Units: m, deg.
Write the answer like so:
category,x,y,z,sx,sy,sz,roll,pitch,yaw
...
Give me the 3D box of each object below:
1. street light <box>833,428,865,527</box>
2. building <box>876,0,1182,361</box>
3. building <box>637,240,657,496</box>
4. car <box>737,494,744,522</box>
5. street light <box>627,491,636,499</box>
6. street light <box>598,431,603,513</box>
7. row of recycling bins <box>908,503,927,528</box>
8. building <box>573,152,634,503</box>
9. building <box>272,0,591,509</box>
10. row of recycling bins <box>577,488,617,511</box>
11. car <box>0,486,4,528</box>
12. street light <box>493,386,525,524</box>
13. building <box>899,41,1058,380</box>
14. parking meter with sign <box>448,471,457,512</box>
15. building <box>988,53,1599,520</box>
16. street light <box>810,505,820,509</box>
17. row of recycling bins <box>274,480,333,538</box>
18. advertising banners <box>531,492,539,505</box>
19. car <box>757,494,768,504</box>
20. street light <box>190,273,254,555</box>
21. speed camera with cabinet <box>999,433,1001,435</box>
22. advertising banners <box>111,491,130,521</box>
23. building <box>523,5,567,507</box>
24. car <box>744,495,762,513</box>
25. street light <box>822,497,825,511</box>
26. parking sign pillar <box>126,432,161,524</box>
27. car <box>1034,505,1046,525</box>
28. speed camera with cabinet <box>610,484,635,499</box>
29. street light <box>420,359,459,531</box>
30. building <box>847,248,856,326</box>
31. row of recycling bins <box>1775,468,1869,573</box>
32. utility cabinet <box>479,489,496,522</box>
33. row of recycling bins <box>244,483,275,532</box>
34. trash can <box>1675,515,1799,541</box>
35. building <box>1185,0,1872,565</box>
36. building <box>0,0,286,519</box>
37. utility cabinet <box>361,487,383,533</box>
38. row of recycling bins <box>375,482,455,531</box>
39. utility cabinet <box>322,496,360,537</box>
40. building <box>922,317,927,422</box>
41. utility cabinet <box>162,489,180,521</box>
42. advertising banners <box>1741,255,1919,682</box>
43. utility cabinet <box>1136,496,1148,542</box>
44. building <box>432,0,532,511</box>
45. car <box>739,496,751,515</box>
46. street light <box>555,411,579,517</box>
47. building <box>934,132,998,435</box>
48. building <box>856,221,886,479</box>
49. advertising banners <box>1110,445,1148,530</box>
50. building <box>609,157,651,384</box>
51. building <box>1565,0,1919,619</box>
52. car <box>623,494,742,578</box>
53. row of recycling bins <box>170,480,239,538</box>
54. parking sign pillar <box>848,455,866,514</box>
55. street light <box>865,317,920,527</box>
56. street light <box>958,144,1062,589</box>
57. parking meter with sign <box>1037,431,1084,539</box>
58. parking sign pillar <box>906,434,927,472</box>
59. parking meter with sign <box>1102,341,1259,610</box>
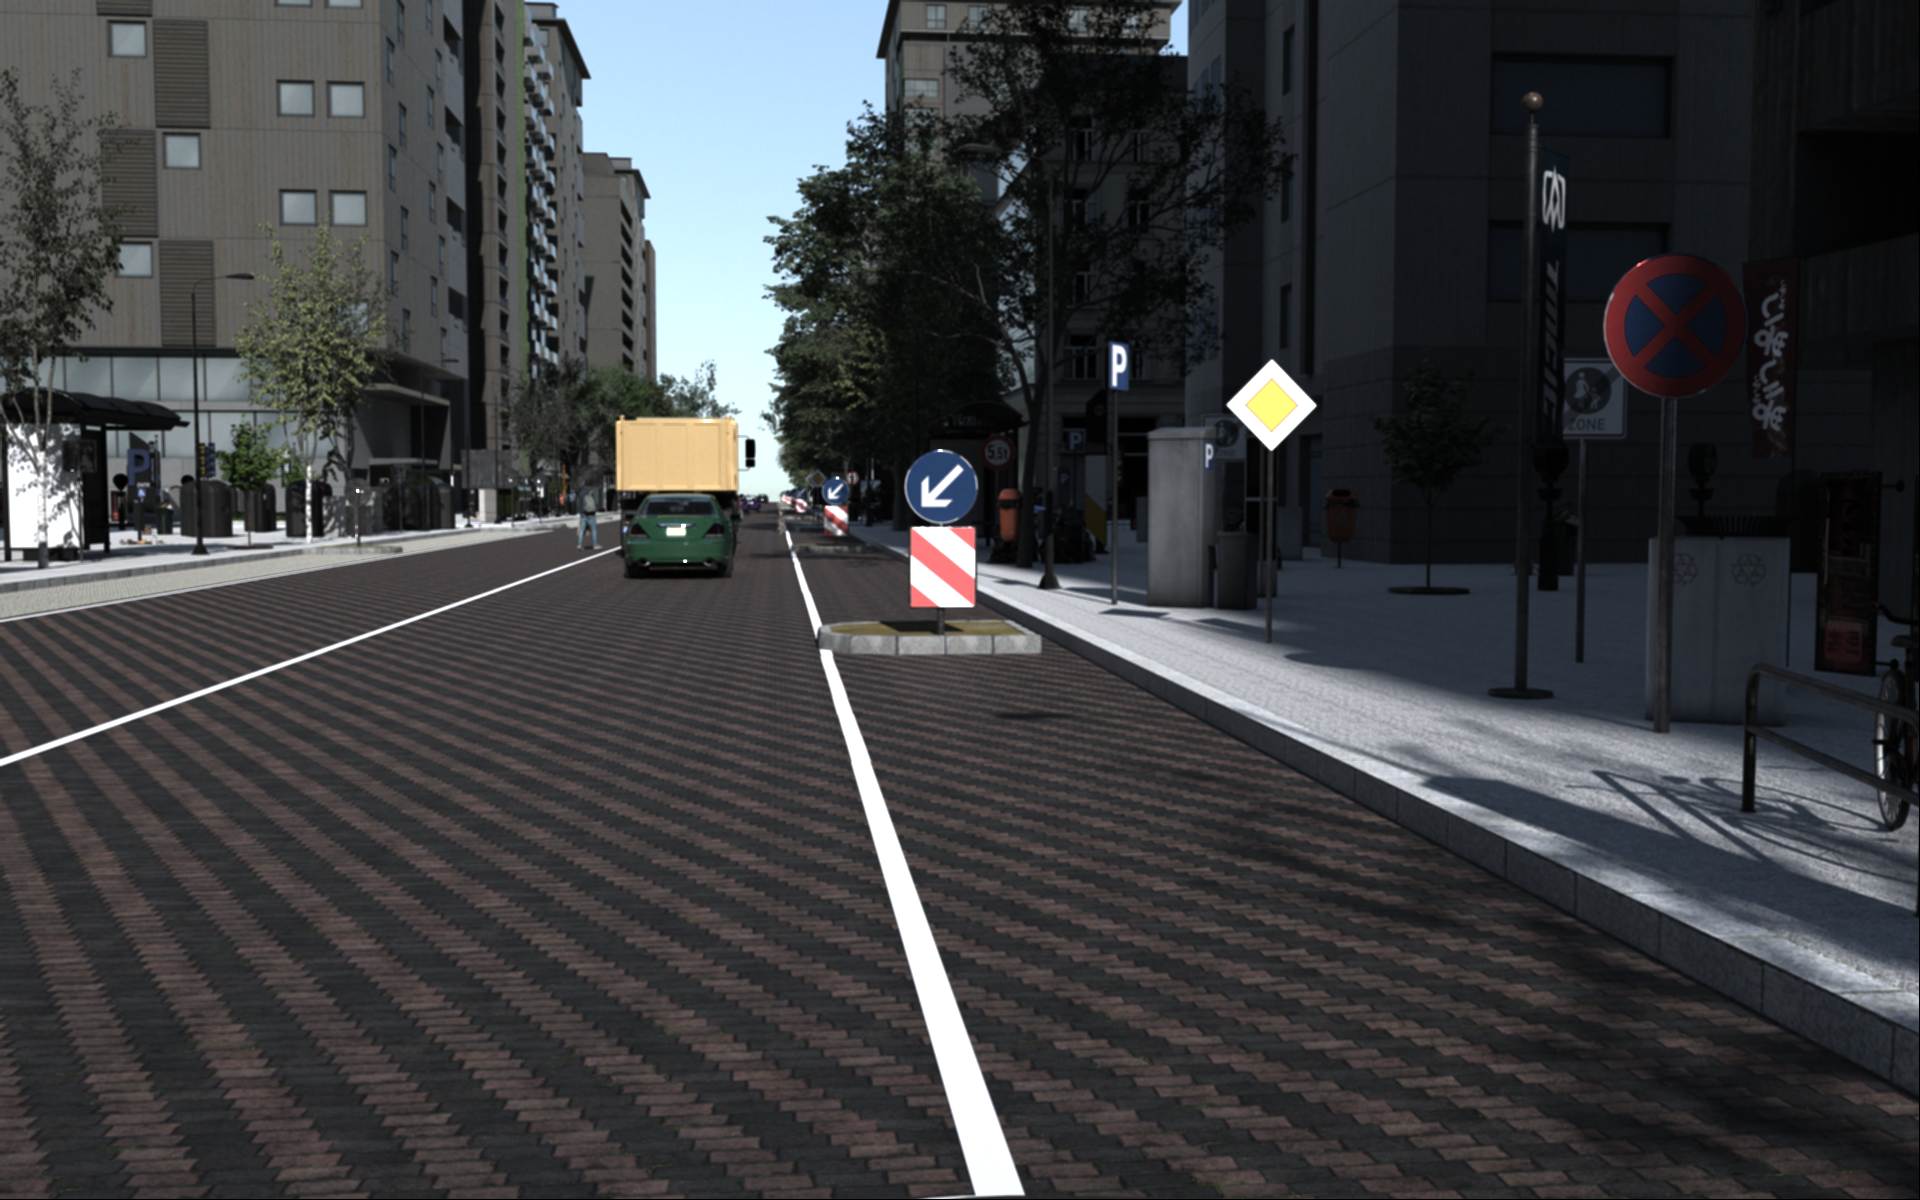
category,x,y,z,sx,sy,sz,roll,pitch,yaw
street light,-4.115,-5.828,67.836,1.470,5.913,1.316,0,4,-6
building,6.410,-36.252,181.966,28.713,52.752,27.495,0,4,-6
building,-59.016,-39.405,294.382,14.600,45.320,14.200,0,4,-6
car,-12.331,-4.937,89.390,2.281,1.827,5.304,0,4,-5
street light,-26.688,-10.344,141.662,1.470,5.913,1.316,0,4,-6
street light,-24.274,-8.980,119.359,1.470,5.913,1.316,0,4,-6
row of recycling bins,-0.809,-2.546,48.741,1.069,1.692,3.534,1,4,10
building,-58.315,-38.182,247.984,21.300,48.544,21.600,0,4,-6
building,-56.112,-36.786,190.682,28.713,52.752,27.495,0,4,-6
row of recycling bins,-27.097,-7.390,127.947,3.534,1.692,1.069,0,4,-5
car,-40.162,-3.696,69.100,5.304,1.827,2.281,0,4,-7
street light,-19.439,-6.251,74.745,1.470,5.913,1.316,0,4,-6
building,1.270,-29.193,160.899,14.154,41.232,14.086,0,4,-6
parking meter with sign,-35.398,-7.627,120.959,0.543,3.016,1.738,-1,4,-14
building,17.026,-15.895,93.161,30.059,22.955,16.112,0,4,-6
street light,-8.239,-8.132,105.493,1.470,5.913,1.316,0,4,-6
row of recycling bins,-19.864,-2.794,52.798,1.069,1.692,3.534,-1,4,-10
advertising banners,-31.513,-7.887,125.135,2.074,3.025,0.090,-1,4,-11
car,-29.509,-15.223,258.687,2.009,1.686,4.222,0,4,-5
street light,-15.545,-3.914,36.527,1.470,5.913,1.316,0,4,-6
speed camera with cabinet,0.317,-3.049,44.180,2.038,3.252,0.660,0,4,-1
advertising banners,-40.438,-5.303,82.889,0.090,3.025,2.074,1,4,16
building,-50.078,-33.162,161.803,23.786,49.044,30.456,0,4,-6
car,-16.027,-7.279,131.594,1.945,1.354,3.894,0,4,-5
street light,-5.695,-6.736,82.679,1.470,5.913,1.316,0,4,-6
parking sign pillar,-35.275,-5.283,74.845,1.447,3.967,1.447,0,4,6
car,1.990,-3.772,71.267,3.694,1.707,1.945,0,4,-7
speed camera with cabinet,-28.802,-9.386,147.791,2.038,3.252,0.660,0,4,-1
street light,-17.886,-5.319,59.502,1.470,5.913,1.316,0,4,-6
building,-7.903,-41.352,295.709,23.786,49.044,30.456,0,4,-6
row of recycling bins,15.014,-1.265,27.798,3.534,1.692,1.069,2,4,30
utility cabinet,-21.112,-4.210,77.510,0.318,1.500,1.173,1,4,11
row of recycling bins,-24.479,-3.272,60.607,1.069,1.692,3.534,-1,4,-20
trash can,5.105,0.014,11.431,0.748,1.137,0.748,0,3,0
building,16.763,-30.749,44.753,21.231,58.520,28.212,0,4,-6
building,-43.801,-31.130,98.215,28.713,52.752,27.495,0,4,-6
utility cabinet,-19.575,-2.950,56.915,1.173,1.500,0.318,1,4,16
row of recycling bins,-19.476,-3.360,62.050,1.069,1.692,3.534,2,4,28
utility cabinet,-18.547,-2.486,51.810,1.020,1.237,0.306,1,4,20
building,2.072,-16.971,142.107,10.561,19.102,19.286,0,4,-6
utility cabinet,-36.355,-4.358,79.931,0.318,1.500,1.173,0,4,5
advertising banners,6.327,-0.982,12.251,0.090,3.025,2.074,-1,4,-23
utility cabinet,4.894,-2.160,46.470,0.306,1.237,1.020,1,4,9
building,-41.020,-27.419,131.895,14.154,41.232,14.086,0,4,-6
car,-15.337,-6.521,119.194,1.945,1.354,3.894,0,4,-7
street light,-22.027,-7.615,97.038,1.470,5.913,1.316,0,4,-6
building,5.492,-20.385,120.682,14.401,28.519,23.554,0,4,-6
building,-8.465,-35.139,258.120,14.154,41.232,14.086,0,4,-6
advertising banners,6.354,-4.009,61.735,2.074,3.025,0.090,1,4,15
building,-63.774,-41.803,272.720,28.713,52.752,27.495,0,4,-6
building,15.270,-14.894,15.225,14.160,30.474,14.107,0,4,-6
car,-4.983,-1.174,30.996,2.131,1.459,4.920,0,4,-7
row of recycling bins,-22.769,-2.755,52.163,1.069,1.692,3.534,-2,4,-35
parking sign pillar,-6.672,-7.475,110.687,1.447,3.967,1.447,3,5,44
street light,-1.656,-4.465,45.538,1.470,5.913,1.316,0,4,-6
street light,0.669,-3.100,23.225,1.470,5.913,1.316,0,4,-6
parking meter with sign,2.762,-3.202,48.621,0.543,3.016,1.738,-2,4,-29
parking sign pillar,-1.583,-4.801,66.965,1.447,3.967,1.447,1,4,15
parking meter with sign,2.508,-1.427,19.596,1.738,3.016,0.543,2,4,30
